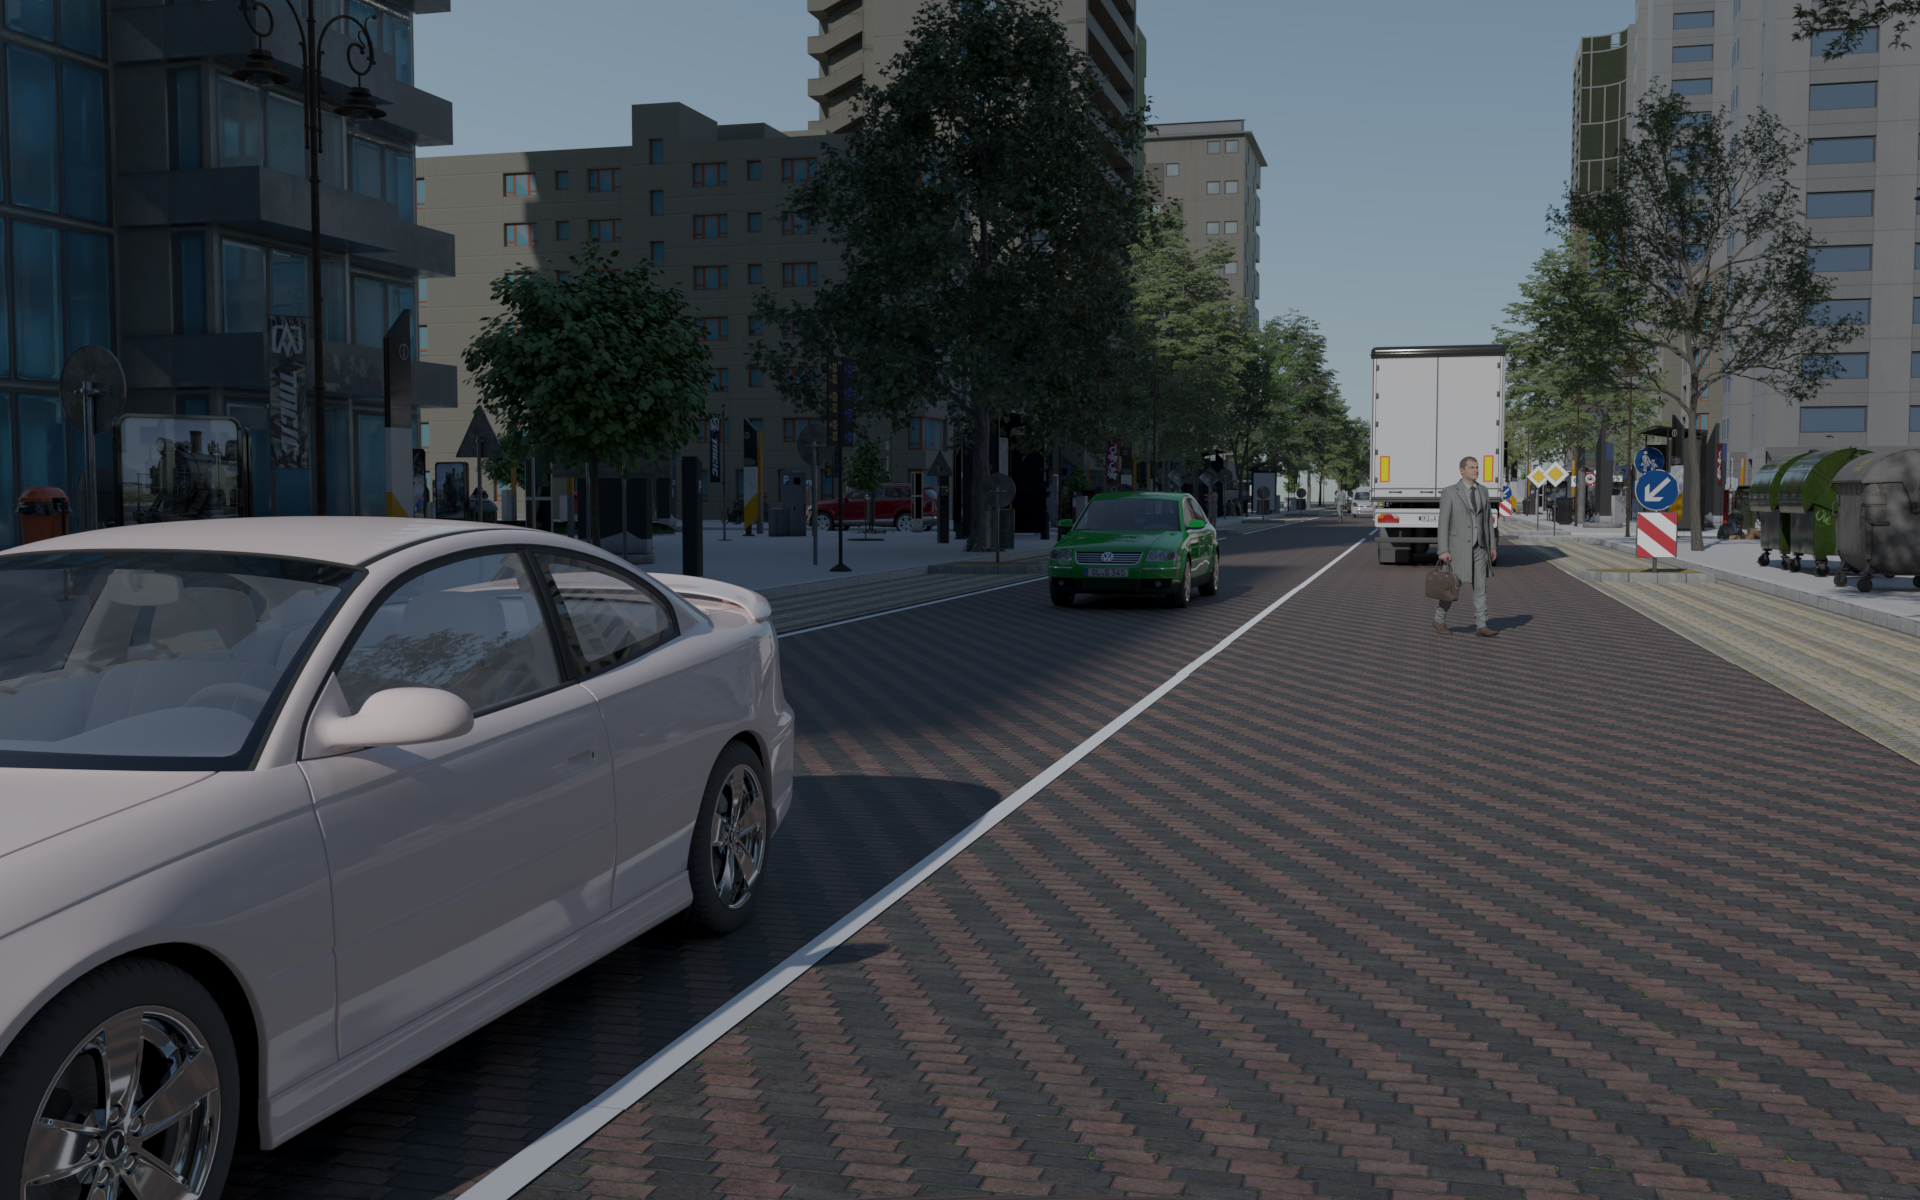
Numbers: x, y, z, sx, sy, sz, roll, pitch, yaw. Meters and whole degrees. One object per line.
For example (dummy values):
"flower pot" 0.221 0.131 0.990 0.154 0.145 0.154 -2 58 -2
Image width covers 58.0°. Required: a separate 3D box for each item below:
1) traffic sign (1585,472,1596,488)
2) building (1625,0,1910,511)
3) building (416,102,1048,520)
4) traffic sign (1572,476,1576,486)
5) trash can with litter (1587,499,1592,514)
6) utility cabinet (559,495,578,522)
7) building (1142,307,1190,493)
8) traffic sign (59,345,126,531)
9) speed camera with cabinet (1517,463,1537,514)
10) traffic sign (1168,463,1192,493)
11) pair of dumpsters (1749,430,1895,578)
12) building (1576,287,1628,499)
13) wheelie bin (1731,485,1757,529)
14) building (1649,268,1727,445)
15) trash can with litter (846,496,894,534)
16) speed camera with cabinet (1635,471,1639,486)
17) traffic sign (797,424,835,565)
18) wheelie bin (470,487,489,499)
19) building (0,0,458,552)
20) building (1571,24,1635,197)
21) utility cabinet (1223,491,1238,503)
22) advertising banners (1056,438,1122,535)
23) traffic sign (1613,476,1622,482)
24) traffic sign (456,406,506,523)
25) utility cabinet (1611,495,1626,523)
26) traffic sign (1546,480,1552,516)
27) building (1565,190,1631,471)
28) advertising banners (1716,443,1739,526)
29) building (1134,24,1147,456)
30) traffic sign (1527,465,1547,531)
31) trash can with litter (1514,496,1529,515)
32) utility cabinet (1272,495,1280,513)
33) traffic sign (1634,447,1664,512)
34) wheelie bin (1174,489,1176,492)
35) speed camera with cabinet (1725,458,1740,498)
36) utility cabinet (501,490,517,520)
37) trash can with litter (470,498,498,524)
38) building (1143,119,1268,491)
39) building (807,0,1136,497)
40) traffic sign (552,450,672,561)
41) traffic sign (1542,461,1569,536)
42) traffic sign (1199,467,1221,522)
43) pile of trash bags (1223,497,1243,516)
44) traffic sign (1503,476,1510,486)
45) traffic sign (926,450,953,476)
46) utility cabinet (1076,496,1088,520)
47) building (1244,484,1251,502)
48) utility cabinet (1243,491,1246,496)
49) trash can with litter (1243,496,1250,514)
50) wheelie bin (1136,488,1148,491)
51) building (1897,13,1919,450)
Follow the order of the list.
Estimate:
"traffic sign" 36.651 -6.157 100.771 0.768 2.556 0.104 1 4 18
"building" 77.408 -38.461 170.844 21.231 58.520 28.212 1 4 15
"building" -11.279 -15.583 99.828 27.650 21.520 28.899 1 4 15
"traffic sign" 34.996 -5.881 98.287 0.606 2.300 0.079 1 4 22
"trash can with litter" 40.327 -6.096 111.057 1.055 1.170 0.624 2 4 27
"utility cabinet" -17.478 -4.061 77.553 1.020 1.237 0.306 3 4 36
"building" 7.087 -19.953 171.276 27.650 21.520 28.899 1 4 15
"traffic sign" -7.419 -0.898 14.794 0.768 2.556 0.104 1 4 23
"speed camera with cabinet" 36.469 -7.125 110.828 2.038 3.252 0.660 -3 5 -40
"traffic sign" 7.035 -3.170 55.467 0.795 2.450 0.064 1 4 15
"pair of dumpsters" 14.184 -1.586 28.426 1.574 2.255 4.437 1 4 15
"building" 92.816 -28.643 240.018 14.160 30.474 14.107 1 4 15
"wheelie bin" 28.556 -3.362 62.878 0.980 1.594 0.693 0 4 -3
"building" 73.686 -18.239 143.246 27.650 21.520 28.899 1 4 15
"trash can with litter" -2.943 -2.773 56.398 1.678 1.210 2.233 -1 4 -12
"speed camera with cabinet" 47.499 -7.658 119.542 0.660 3.252 2.038 -3 4 -38
"traffic sign" -2.619 -1.908 31.300 0.768 2.556 0.104 2 4 24
"wheelie bin" -22.559 -4.492 81.357 0.693 1.594 0.980 1 4 14
"building" -29.358 -25.690 39.646 30.456 49.044 23.786 1 4 15
"building" 103.696 -50.793 268.713 20.563 71.187 20.611 1 4 15
"utility cabinet" 17.230 -6.242 110.734 1.173 1.500 0.318 2 4 24
"advertising banners" 4.034 -3.549 54.207 2.074 3.025 0.090 0 4 3
"traffic sign" 36.024 -5.687 95.115 0.606 2.300 0.079 1 4 15
"traffic sign" -7.001 -1.545 25.257 0.884 2.594 0.081 1 4 22
"utility cabinet" 29.063 -4.000 76.557 1.020 1.237 0.306 -3 5 -42
"traffic sign" 34.319 -6.131 100.340 0.768 2.556 0.104 1 4 21
"building" 96.663 -36.898 253.397 14.600 45.320 14.200 1 4 15
"advertising banners" 26.282 -3.863 59.344 0.090 3.025 2.074 0 4 4
"building" 7.811 -28.421 148.275 14.154 41.232 14.086 1 4 15
"traffic sign" 20.105 -3.461 60.222 0.795 2.450 0.064 1 4 15
"trash can with litter" 35.242 -5.930 108.345 1.055 1.170 0.624 0 4 1
"utility cabinet" 20.894 -6.406 115.896 1.020 1.237 0.306 -1 4 -11
"traffic sign" 18.783 -2.885 47.274 0.768 2.556 0.104 1 4 17
"wheelie bin" 14.038 -6.529 114.652 0.980 1.594 0.693 -3 5 -45
"speed camera with cabinet" 43.197 -6.171 95.234 2.038 3.252 0.660 2 4 33
"utility cabinet" -21.915 -4.616 84.149 0.318 1.500 1.173 1 4 8
"trash can with litter" -11.654 -1.940 43.114 0.624 1.170 1.055 -3 4 -39
"building" 28.706 -40.430 250.270 28.713 52.752 27.495 1 4 15
"building" 0.904 -30.973 130.105 21.300 48.544 21.600 1 4 15
"traffic sign" -5.466 -2.010 26.735 2.265 3.308 0.079 1 4 20
"traffic sign" 18.037 -2.989 52.508 0.795 2.450 0.064 1 4 15
"traffic sign" 9.103 -3.642 63.181 0.795 2.450 0.064 1 4 15
"pile of trash bags" 14.865 -5.579 100.969 1.912 1.369 3.447 -3 5 -44
"traffic sign" 39.131 -7.616 124.624 0.768 2.556 0.104 2 4 24
"traffic sign" -0.602 -3.153 51.555 0.884 2.594 0.081 1 4 22
"utility cabinet" 3.705 -2.550 52.852 0.306 1.237 1.020 1 4 8
"building" 32.947 -35.733 276.120 32.217 40.220 23.993 1 4 15
"utility cabinet" 18.917 -6.618 116.880 1.173 1.500 0.318 -2 4 -34
"trash can with litter" 18.378 -6.175 112.347 0.624 1.170 1.055 2 4 29
"wheelie bin" 9.964 -5.343 95.262 0.980 1.594 0.693 1 4 17
"building" 59.728 -34.624 108.103 21.231 58.520 28.212 1 4 15
